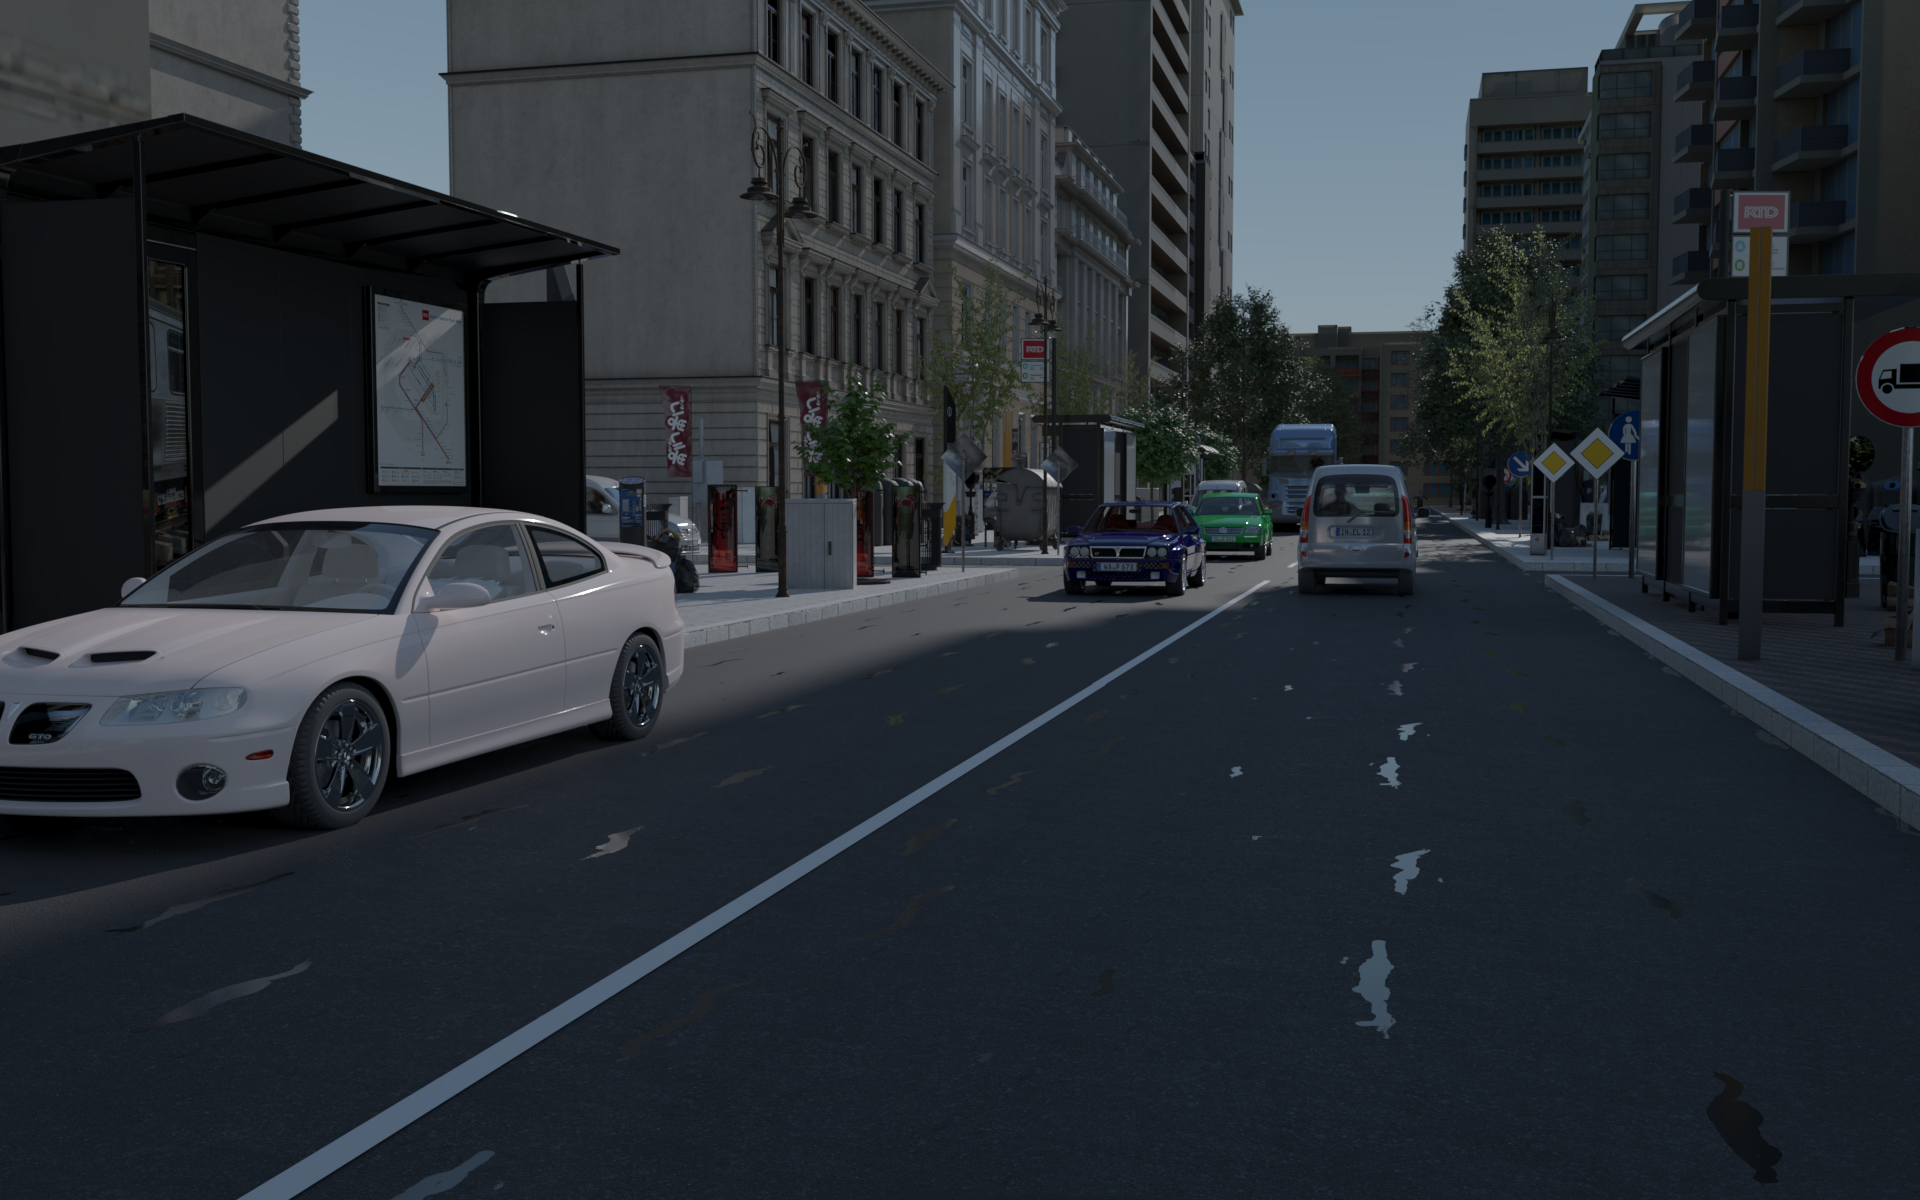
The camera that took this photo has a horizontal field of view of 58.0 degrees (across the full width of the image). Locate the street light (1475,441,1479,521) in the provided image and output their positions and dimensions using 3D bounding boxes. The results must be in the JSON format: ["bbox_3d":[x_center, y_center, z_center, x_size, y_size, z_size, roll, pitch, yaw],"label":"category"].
[{"bbox_3d":[24.970,-6.770,83.474,0.468,5.910,1.993,1,4,14],"label":"street light"}]

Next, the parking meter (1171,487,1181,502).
[{"bbox_3d":[7.940,-3.372,63.538,0.372,1.533,0.369,0,3,0],"label":"parking meter"}]

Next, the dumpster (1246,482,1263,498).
[{"bbox_3d":[14.484,-4.965,86.940,1.264,1.857,1.865,1,4,15],"label":"dumpster"}]

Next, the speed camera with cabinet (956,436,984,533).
[{"bbox_3d":[0.279,-3.924,58.492,0.660,3.252,2.038,-1,4,-15],"label":"speed camera with cabinet"}]

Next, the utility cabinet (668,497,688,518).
[{"bbox_3d":[-6.941,-1.926,42.650,0.306,1.237,1.020,0,4,2],"label":"utility cabinet"}]

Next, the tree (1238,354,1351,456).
[{"bbox_3d":[19.958,-10.582,107.426,8.767,10.594,7.601,1,4,10],"label":"tree"}]

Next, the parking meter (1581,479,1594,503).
[{"bbox_3d":[23.970,-3.700,66.212,0.399,1.863,0.255,-1,4,-9],"label":"parking meter"}]

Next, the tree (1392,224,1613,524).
[{"bbox_3d":[23.135,-9.578,73.602,9.611,12.733,9.660,0,3,0],"label":"tree"}]

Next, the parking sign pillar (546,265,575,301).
[{"bbox_3d":[-4.306,-1.823,18.274,1.447,3.967,1.447,-1,4,-22],"label":"parking sign pillar"}]

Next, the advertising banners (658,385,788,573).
[{"bbox_3d":[-3.832,-1.954,28.139,2.074,3.025,0.090,-1,4,-12],"label":"advertising banners"}]

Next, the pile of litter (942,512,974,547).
[{"bbox_3d":[-0.190,-1.760,42.747,1.176,0.858,1.719,1,4,12],"label":"pile of litter"}]

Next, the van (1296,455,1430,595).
[{"bbox_3d":[6.037,-1.167,26.097,2.013,2.044,4.112,1,4,15],"label":"van"}]

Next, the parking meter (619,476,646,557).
[{"bbox_3d":[-4.608,-0.977,24.393,0.372,1.533,0.369,0,3,0],"label":"parking meter"}]

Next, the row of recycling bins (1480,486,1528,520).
[{"bbox_3d":[27.388,-4.905,87.310,1.069,1.692,3.534,-1,4,-15],"label":"row of recycling bins"}]

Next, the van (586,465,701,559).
[{"bbox_3d":[-7.252,-1.693,34.689,4.112,2.044,2.013,1,4,14],"label":"van"}]

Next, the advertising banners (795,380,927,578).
[{"bbox_3d":[-1.533,-1.862,26.624,2.074,3.025,0.090,1,4,11],"label":"advertising banners"}]

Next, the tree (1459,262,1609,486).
[{"bbox_3d":[18.075,-6.376,54.615,4.737,8.622,4.395,0,3,0],"label":"tree"}]

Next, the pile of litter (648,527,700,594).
[{"bbox_3d":[-4.024,-0.505,22.225,1.176,0.858,1.719,3,4,36],"label":"pile of litter"}]

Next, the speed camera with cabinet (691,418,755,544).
[{"bbox_3d":[-6.099,-3.090,44.863,2.038,3.252,0.660,3,5,42],"label":"speed camera with cabinet"}]

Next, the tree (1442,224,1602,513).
[{"bbox_3d":[15.291,-5.884,46.572,4.360,8.622,3.978,0,3,0],"label":"tree"}]

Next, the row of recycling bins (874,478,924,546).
[{"bbox_3d":[-1.798,-2.251,43.911,1.069,1.692,3.534,1,4,21],"label":"row of recycling bins"}]

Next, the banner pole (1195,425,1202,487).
[{"bbox_3d":[8.734,-4.494,63.488,0.401,3.779,0.863,1,4,21],"label":"banner pole"}]

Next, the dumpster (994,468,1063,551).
[{"bbox_3d":[1.546,-2.061,39.448,1.264,1.857,1.865,1,4,15],"label":"dumpster"}]

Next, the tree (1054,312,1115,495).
[{"bbox_3d":[4.456,-7.282,69.427,4.737,8.622,4.395,0,3,0],"label":"tree"}]

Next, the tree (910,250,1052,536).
[{"bbox_3d":[0.466,-6.273,52.931,4.737,8.622,4.395,0,3,0],"label":"tree"}]

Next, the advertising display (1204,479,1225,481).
[{"bbox_3d":[10.520,-4.080,71.930,0.974,1.923,0.123,0,4,-6],"label":"advertising display"}]

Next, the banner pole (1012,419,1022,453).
[{"bbox_3d":[1.907,-4.155,57.947,0.401,3.779,0.863,-2,4,-24],"label":"banner pole"}]

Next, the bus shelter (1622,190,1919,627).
[{"bbox_3d":[9.268,-2.638,20.759,2.179,5.291,8.768,1,4,14],"label":"bus shelter"}]

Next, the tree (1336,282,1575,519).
[{"bbox_3d":[27.249,-10.991,90.071,12.009,13.543,11.850,0,3,0],"label":"tree"}]

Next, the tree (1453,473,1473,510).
[{"bbox_3d":[41.565,-9.049,142.546,1.663,3.219,1.824,0,3,0],"label":"tree"}]

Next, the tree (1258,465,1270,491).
[{"bbox_3d":[21.418,-8.203,117.826,4.285,4.588,4.351,0,3,0],"label":"tree"}]

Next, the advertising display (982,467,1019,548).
[{"bbox_3d":[0.993,-2.224,41.572,0.974,1.923,0.123,2,4,29],"label":"advertising display"}]

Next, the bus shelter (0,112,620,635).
[{"bbox_3d":[-4.849,-1.386,13.937,1.731,3.624,6.357,1,4,14],"label":"bus shelter"}]

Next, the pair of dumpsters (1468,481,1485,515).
[{"bbox_3d":[31.424,-6.208,103.996,1.574,2.255,4.437,1,4,14],"label":"pair of dumpsters"}]

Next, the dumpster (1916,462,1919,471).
[{"bbox_3d":[6.210,-0.233,9.561,1.264,1.857,1.865,1,4,14],"label":"dumpster"}]

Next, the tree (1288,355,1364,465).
[{"bbox_3d":[29.085,-13.683,141.842,7.486,12.596,7.792,0,3,0],"label":"tree"}]

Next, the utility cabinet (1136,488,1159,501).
[{"bbox_3d":[6.574,-3.292,62.500,1.173,1.500,0.318,1,4,23],"label":"utility cabinet"}]

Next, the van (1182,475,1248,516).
[{"bbox_3d":[7.578,-2.672,50.705,2.013,2.044,4.112,1,4,15],"label":"van"}]

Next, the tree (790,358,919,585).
[{"bbox_3d":[-1.548,-1.855,24.926,1.663,3.219,1.824,0,3,0],"label":"tree"}]

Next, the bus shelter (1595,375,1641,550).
[{"bbox_3d":[14.761,-2.796,37.004,1.731,3.624,6.357,1,4,15],"label":"bus shelter"}]

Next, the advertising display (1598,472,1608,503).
[{"bbox_3d":[18.856,-2.797,50.939,0.123,1.923,0.974,2,4,34],"label":"advertising display"}]

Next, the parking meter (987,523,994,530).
[{"bbox_3d":[1.133,-3.256,61.639,0.372,1.533,0.369,0,3,0],"label":"parking meter"}]

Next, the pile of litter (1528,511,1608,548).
[{"bbox_3d":[14.687,-1.732,42.280,1.176,0.858,1.719,-1,4,-19],"label":"pile of litter"}]

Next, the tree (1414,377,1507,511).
[{"bbox_3d":[39.579,-12.812,135.234,9.928,11.665,9.643,0,3,0],"label":"tree"}]

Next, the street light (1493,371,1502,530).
[{"bbox_3d":[19.294,-5.454,61.961,0.468,5.910,1.993,1,4,14],"label":"street light"}]

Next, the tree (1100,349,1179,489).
[{"bbox_3d":[8.986,-8.341,86.741,4.360,8.622,3.978,0,3,0],"label":"tree"}]

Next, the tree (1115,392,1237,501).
[{"bbox_3d":[6.215,-4.429,56.131,4.285,4.588,4.351,0,3,0],"label":"tree"}]

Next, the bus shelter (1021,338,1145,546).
[{"bbox_3d":[3.287,-4.246,47.055,2.179,5.291,8.768,1,4,15],"label":"bus shelter"}]

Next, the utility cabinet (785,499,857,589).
[{"bbox_3d":[-1.929,-0.754,23.492,1.020,1.237,0.306,0,4,7],"label":"utility cabinet"}]

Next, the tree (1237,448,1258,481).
[{"bbox_3d":[10.668,-5.668,76.390,4.285,4.588,4.351,0,3,0],"label":"tree"}]

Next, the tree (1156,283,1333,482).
[{"bbox_3d":[15.524,-10.854,94.474,9.611,12.733,9.660,0,3,0],"label":"tree"}]

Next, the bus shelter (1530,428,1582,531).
[{"bbox_3d":[21.726,-4.430,63.713,1.731,3.624,6.357,1,4,14],"label":"bus shelter"}]

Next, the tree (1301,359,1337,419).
[{"bbox_3d":[32.213,-14.893,153.868,12.009,13.543,11.850,0,3,0],"label":"tree"}]

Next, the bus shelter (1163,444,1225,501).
[{"bbox_3d":[9.097,-4.534,68.049,2.014,3.302,5.546,1,4,14],"label":"bus shelter"}]

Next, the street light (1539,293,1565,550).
[{"bbox_3d":[13.611,-4.108,39.951,0.468,5.910,1.993,1,4,14],"label":"street light"}]
